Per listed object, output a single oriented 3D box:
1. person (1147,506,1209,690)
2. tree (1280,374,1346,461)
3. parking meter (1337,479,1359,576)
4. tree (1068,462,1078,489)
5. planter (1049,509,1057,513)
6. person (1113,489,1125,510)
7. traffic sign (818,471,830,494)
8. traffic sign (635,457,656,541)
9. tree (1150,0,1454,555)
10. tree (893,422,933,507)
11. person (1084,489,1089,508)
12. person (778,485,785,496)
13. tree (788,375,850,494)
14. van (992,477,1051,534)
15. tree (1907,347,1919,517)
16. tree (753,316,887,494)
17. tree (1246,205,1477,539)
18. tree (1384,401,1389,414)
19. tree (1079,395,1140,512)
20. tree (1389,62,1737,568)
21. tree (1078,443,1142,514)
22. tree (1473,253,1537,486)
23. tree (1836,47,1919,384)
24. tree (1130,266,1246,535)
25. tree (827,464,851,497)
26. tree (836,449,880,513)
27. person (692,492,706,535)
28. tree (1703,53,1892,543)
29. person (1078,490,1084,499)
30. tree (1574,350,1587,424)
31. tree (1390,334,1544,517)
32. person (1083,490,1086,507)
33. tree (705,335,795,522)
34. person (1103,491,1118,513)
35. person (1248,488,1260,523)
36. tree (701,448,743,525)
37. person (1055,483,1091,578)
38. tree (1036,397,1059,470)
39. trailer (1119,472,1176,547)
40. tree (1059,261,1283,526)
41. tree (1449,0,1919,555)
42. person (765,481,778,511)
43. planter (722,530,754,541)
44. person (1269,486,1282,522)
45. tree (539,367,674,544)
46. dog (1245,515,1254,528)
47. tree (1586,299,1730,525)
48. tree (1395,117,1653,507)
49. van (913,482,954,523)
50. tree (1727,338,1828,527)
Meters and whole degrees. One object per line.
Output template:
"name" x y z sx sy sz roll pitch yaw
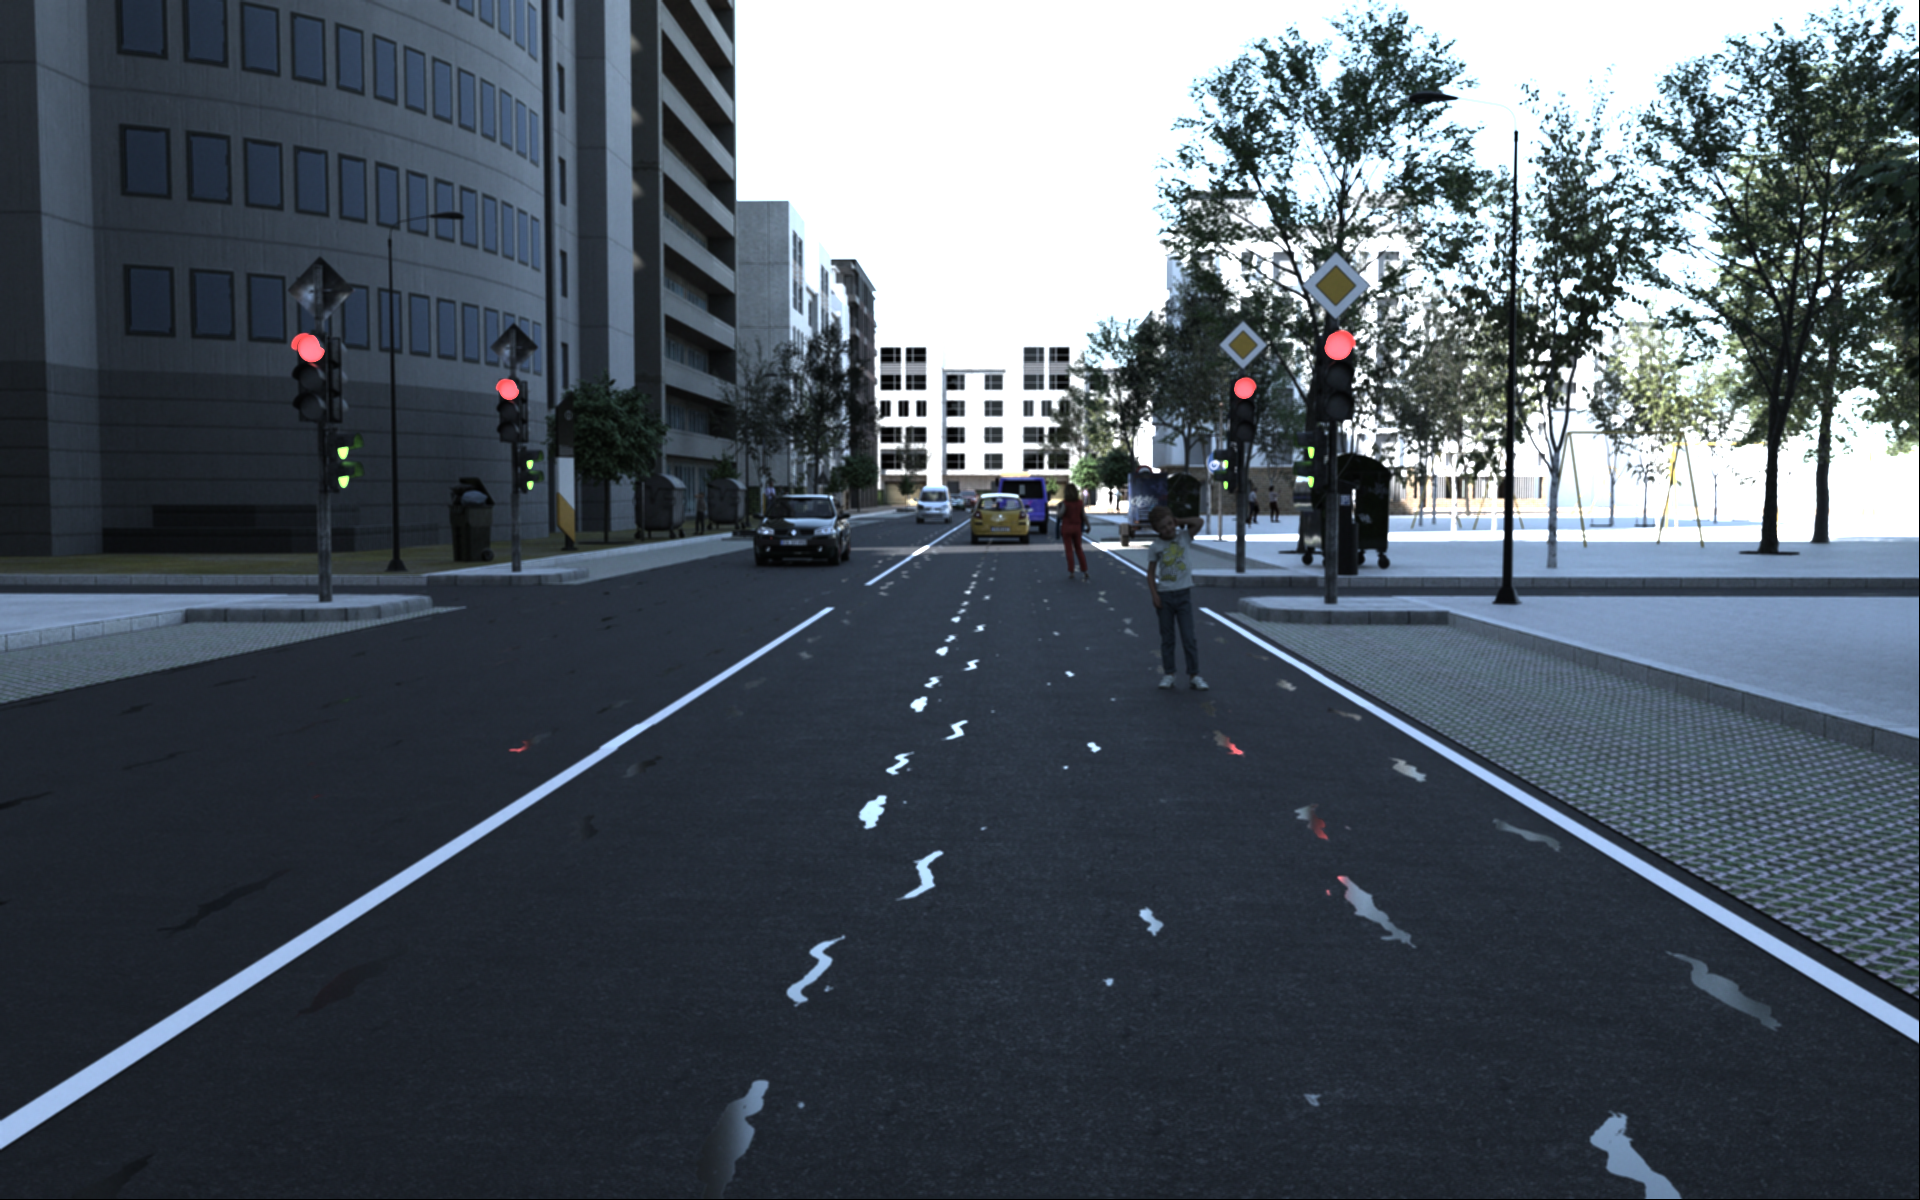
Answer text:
"person" 1.607 -0.023 12.783 0.435 1.345 0.340 0 3 0
"tree" 20.777 -9.200 100.774 4.737 8.622 4.395 0 3 0
"parking meter" 6.115 -1.162 27.405 0.372 1.533 0.369 0 3 0
"tree" 10.063 -9.181 133.815 4.285 4.588 4.351 0 3 0
"planter" 7.580 -6.678 130.320 1.991 0.319 1.994 0 4 2
"person" 12.541 -8.032 137.352 0.705 1.826 1.348 -2 4 -34
"traffic sign" -7.575 -5.851 95.662 0.884 2.594 0.081 0 4 5
"traffic sign" -8.620 -2.867 46.985 0.768 2.556 0.104 1 4 10
"tree" 7.613 -6.799 36.920 9.928 11.665 9.643 0 3 0
"tree" -5.010 -13.749 175.155 4.360 8.622 3.978 0 3 0
"person" 11.369 -9.094 154.600 0.599 1.838 0.709 3 5 40
"person" -9.364 -5.155 91.058 0.376 1.734 0.841 -2 4 -28
"tree" -8.346 -9.131 99.659 4.737 8.622 4.395 0 3 0
"van" 2.289 -3.672 64.423 2.240 2.365 5.245 0 4 2
"tree" 50.474 -11.056 82.586 13.155 14.587 18.604 1 4 11
"tree" -7.258 -9.523 90.113 7.601 10.594 8.767 -1 4 -10
"tree" 10.114 -5.744 44.277 4.360 8.622 3.978 0 3 0
"tree" 20.272 -7.566 74.066 4.737 8.622 4.395 0 3 0
"tree" 10.718 -10.644 124.385 4.737 8.622 4.395 0 3 0
"tree" 10.307 -4.885 30.227 4.737 8.622 4.395 0 3 0
"tree" 10.165 -7.834 111.792 4.285 4.588 4.351 0 3 0
"tree" 14.249 -6.066 49.545 4.360 8.622 3.978 0 3 0
"tree" 6.673 -1.589 9.693 4.285 4.588 4.351 0 3 0
"tree" 7.716 -6.368 54.486 4.360 8.622 3.978 0 3 0
"tree" -8.174 -7.177 111.948 1.663 3.219 1.824 0 3 0
"tree" -7.112 -8.407 121.172 4.285 4.588 4.351 0 3 0
"person" -8.228 -2.732 54.620 0.340 1.345 0.435 1 4 16
"tree" 23.003 -7.782 45.360 7.486 12.596 7.792 0 3 0
"person" 11.380 -9.588 163.538 0.721 1.736 1.217 -1 4 -22
"tree" 27.050 -7.393 71.245 4.360 8.622 3.978 0 3 0
"tree" 28.926 -10.044 98.632 8.767 10.594 7.601 0 4 -4
"person" 12.015 -9.816 167.998 0.593 1.643 0.415 0 4 -7
"tree" -9.309 -7.891 79.384 4.360 8.622 3.978 0 3 0
"person" 10.356 -6.856 118.658 1.217 1.766 0.721 2 4 27
"person" 12.827 -4.124 75.680 0.590 1.554 0.614 0 4 -4
"tree" -9.956 -4.820 73.413 1.663 3.219 1.824 0 3 0
"person" 1.934 -1.188 29.633 0.593 1.614 0.444 0 4 7
"tree" 9.661 -12.632 140.943 7.601 10.594 8.767 0 4 -4
"trailer" 5.124 -2.484 47.654 1.471 1.999 3.904 0 4 4
"tree" 9.150 -8.213 68.688 7.601 10.594 8.767 2 4 24
"tree" 17.431 -6.778 36.573 9.928 11.665 9.643 0 3 0
"person" -8.182 -4.253 75.445 0.709 1.838 0.599 -3 5 -41
"planter" -6.281 -2.007 53.948 1.991 0.319 1.994 0 4 2
"person" 14.376 -4.371 78.976 0.566 1.644 0.517 1 4 20
"tree" -9.153 -3.738 44.825 4.285 4.588 4.351 0 3 0
"dog" 10.782 -2.970 65.386 0.406 0.507 0.540 3 5 43
"tree" 26.594 -7.094 66.347 4.360 8.622 3.978 0 3 0
"tree" 29.090 -14.099 86.408 12.611 20.169 13.585 0 3 0
"van" -1.279 -4.852 86.347 2.013 2.044 4.112 0 4 2
"tree" 32.606 -7.216 68.351 4.360 8.622 3.978 0 3 0
